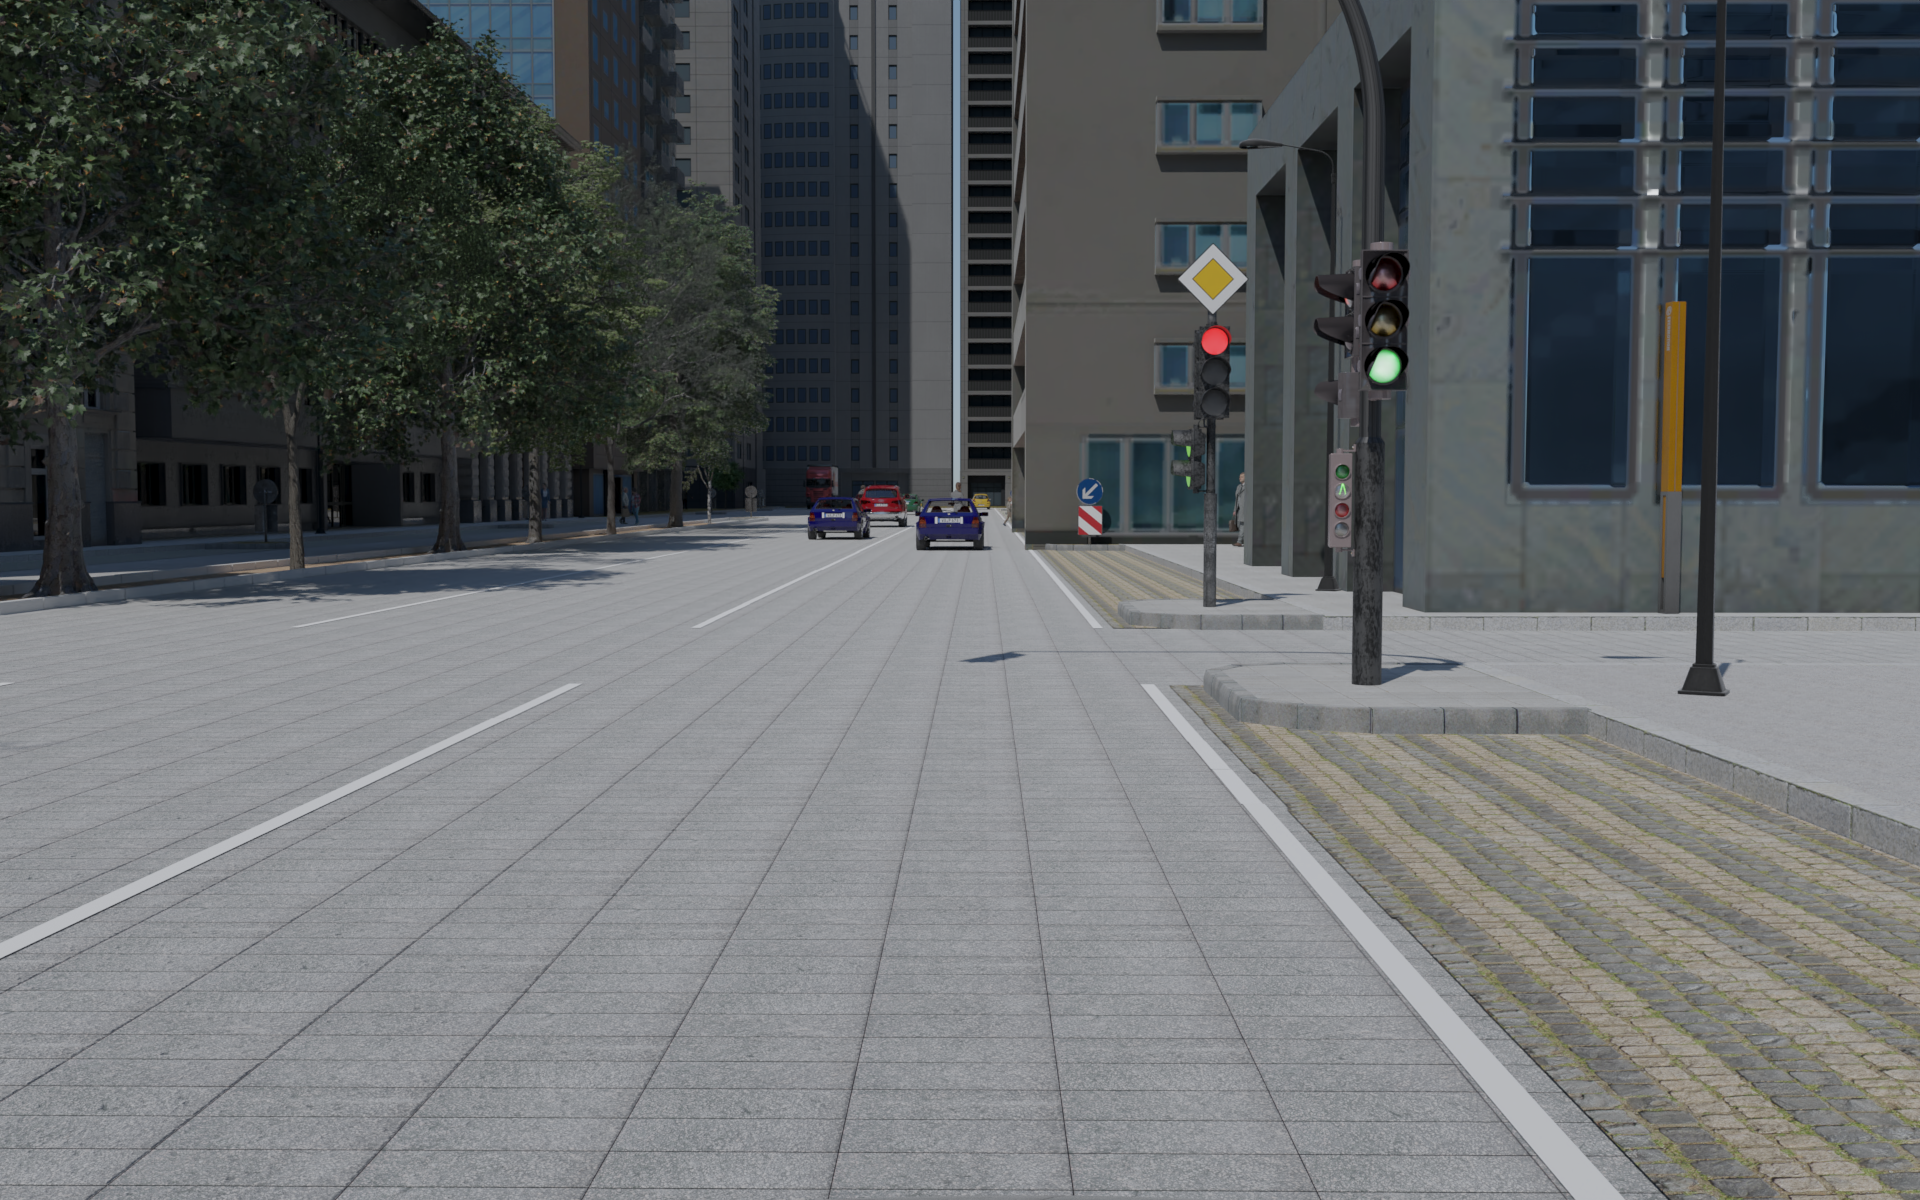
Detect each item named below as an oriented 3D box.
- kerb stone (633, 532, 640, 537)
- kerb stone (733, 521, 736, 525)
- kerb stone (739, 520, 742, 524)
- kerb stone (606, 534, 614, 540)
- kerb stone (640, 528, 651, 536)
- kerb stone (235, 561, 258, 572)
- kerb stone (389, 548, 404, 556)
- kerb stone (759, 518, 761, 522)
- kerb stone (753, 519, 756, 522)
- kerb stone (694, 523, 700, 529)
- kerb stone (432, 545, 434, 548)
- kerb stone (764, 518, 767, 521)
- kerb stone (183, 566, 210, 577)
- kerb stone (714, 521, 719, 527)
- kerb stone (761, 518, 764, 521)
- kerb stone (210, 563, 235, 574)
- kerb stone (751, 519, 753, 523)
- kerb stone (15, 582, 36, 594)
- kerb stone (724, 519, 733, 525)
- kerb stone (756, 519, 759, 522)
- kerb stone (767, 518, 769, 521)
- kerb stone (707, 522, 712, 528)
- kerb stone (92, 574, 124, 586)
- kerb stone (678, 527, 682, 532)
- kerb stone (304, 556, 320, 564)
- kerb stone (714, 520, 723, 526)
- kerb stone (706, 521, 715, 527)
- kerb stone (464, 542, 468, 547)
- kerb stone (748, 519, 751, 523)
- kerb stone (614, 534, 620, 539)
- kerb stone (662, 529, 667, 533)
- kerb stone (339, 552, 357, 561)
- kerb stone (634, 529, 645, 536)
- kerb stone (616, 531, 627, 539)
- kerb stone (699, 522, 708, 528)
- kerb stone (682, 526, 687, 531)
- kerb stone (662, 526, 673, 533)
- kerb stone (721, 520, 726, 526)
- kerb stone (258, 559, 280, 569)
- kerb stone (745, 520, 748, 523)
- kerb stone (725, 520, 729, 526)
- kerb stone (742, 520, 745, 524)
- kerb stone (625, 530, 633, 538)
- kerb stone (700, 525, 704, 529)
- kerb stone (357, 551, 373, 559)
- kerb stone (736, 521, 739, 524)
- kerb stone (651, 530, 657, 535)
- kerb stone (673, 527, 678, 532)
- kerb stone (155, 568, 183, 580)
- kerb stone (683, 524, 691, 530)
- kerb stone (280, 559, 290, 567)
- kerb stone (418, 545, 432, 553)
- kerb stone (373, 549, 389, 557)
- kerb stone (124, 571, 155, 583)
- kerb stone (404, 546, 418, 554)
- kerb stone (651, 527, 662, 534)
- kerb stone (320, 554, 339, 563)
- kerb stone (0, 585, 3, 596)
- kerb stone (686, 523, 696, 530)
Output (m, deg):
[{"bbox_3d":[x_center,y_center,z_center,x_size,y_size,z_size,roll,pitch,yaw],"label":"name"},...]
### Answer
[{"bbox_3d":[-10.935,-2.178,57.804,0.120,0.150,1.000,0,4,1],"label":"kerb stone"},{"bbox_3d":[-10.655,-3.560,80.394,0.120,0.150,1.000,0,4,1],"label":"kerb stone"},{"bbox_3d":[-10.625,-3.685,82.439,0.120,0.150,1.000,0,4,1],"label":"kerb stone"},{"bbox_3d":[-10.986,-1.927,53.702,0.120,0.150,1.000,0,4,1],"label":"kerb stone"},{"bbox_3d":[-10.912,-2.304,59.859,0.120,0.150,1.000,0,4,1],"label":"kerb stone"},{"bbox_3d":[-13.365,-0.612,32.196,0.120,0.150,1.000,0,4,1],"label":"kerb stone"},{"bbox_3d":[-13.262,-1.108,40.402,0.120,0.150,1.000,0,4,1],"label":"kerb stone"},{"bbox_3d":[-10.534,-4.121,89.617,0.120,0.150,1.000,0,4,1],"label":"kerb stone"},{"bbox_3d":[-10.562,-3.998,87.570,0.120,0.150,1.000,0,4,1],"label":"kerb stone"},{"bbox_3d":[-10.778,-2.933,70.143,0.120,0.150,1.000,0,4,1],"label":"kerb stone"},{"bbox_3d":[-13.211,-1.294,43.469,0.120,0.150,1.000,0,4,1],"label":"kerb stone"},{"bbox_3d":[-10.494,-4.249,91.661,0.120,0.150,1.000,0,4,1],"label":"kerb stone"},{"bbox_3d":[-13.393,-0.487,30.151,0.120,0.150,1.000,0,4,1],"label":"kerb stone"},{"bbox_3d":[-10.715,-3.246,75.271,0.120,0.150,1.000,0,4,1],"label":"kerb stone"},{"bbox_3d":[-10.517,-4.184,90.639,0.120,0.150,1.000,0,4,1],"label":"kerb stone"},{"bbox_3d":[-13.381,-0.549,31.173,0.120,0.150,1.000,0,4,1],"label":"kerb stone"},{"bbox_3d":[-10.571,-3.929,86.543,0.120,0.150,1.000,0,4,1],"label":"kerb stone"},{"bbox_3d":[-13.452,-0.174,25.035,0.120,0.150,1.000,0,4,1],"label":"kerb stone"},{"bbox_3d":[-10.661,-3.497,79.364,0.120,0.150,1.000,0,4,1],"label":"kerb stone"},{"bbox_3d":[-10.546,-4.061,88.594,0.120,0.150,1.000,0,4,1],"label":"kerb stone"},{"bbox_3d":[-10.491,-4.307,92.684,0.120,0.150,1.000,0,4,1],"label":"kerb stone"},{"bbox_3d":[-10.744,-3.117,73.224,0.120,0.150,1.000,0,4,1],"label":"kerb stone"},{"bbox_3d":[-13.425,-0.293,27.080,0.120,0.150,1.000,0,4,1],"label":"kerb stone"},{"bbox_3d":[-10.834,-2.681,66.026,0.120,0.150,1.000,0,4,1],"label":"kerb stone"},{"bbox_3d":[-13.328,-0.800,35.268,0.120,0.150,1.000,0,4,1],"label":"kerb stone"},{"bbox_3d":[-10.700,-3.309,76.293,0.120,0.150,1.000,0,4,1],"label":"kerb stone"},{"bbox_3d":[-10.729,-3.184,74.246,0.120,0.150,1.000,0,4,1],"label":"kerb stone"},{"bbox_3d":[-13.193,-1.426,45.515,0.120,0.150,1.000,0,4,1],"label":"kerb stone"},{"bbox_3d":[-10.580,-3.865,85.520,0.120,0.150,1.000,0,4,1],"label":"kerb stone"},{"bbox_3d":[-10.973,-1.986,54.724,0.120,0.150,1.000,0,4,1],"label":"kerb stone"},{"bbox_3d":[-10.874,-2.485,62.936,0.120,0.150,1.000,0,4,1],"label":"kerb stone"},{"bbox_3d":[-13.293,-0.922,37.334,0.120,0.150,1.000,0,4,1],"label":"kerb stone"},{"bbox_3d":[-10.927,-2.241,58.829,0.120,0.150,1.000,0,4,1],"label":"kerb stone"},{"bbox_3d":[-10.964,-2.049,55.746,0.120,0.150,1.000,0,4,1],"label":"kerb stone"},{"bbox_3d":[-10.746,-3.053,72.190,0.120,0.150,1.000,0,4,1],"label":"kerb stone"},{"bbox_3d":[-10.814,-2.737,67.049,0.120,0.150,1.000,0,4,1],"label":"kerb stone"},{"bbox_3d":[-10.860,-2.548,63.958,0.120,0.150,1.000,0,4,1],"label":"kerb stone"},{"bbox_3d":[-10.690,-3.372,77.320,0.120,0.150,1.000,0,4,1],"label":"kerb stone"},{"bbox_3d":[-13.353,-0.674,33.218,0.120,0.150,1.000,0,4,1],"label":"kerb stone"},{"bbox_3d":[-10.596,-3.810,84.495,0.120,0.150,1.000,0,4,1],"label":"kerb stone"},{"bbox_3d":[-10.679,-3.434,78.342,0.120,0.150,1.000,0,4,1],"label":"kerb stone"},{"bbox_3d":[-10.606,-3.747,83.461,0.120,0.150,1.000,0,4,1],"label":"kerb stone"},{"bbox_3d":[-10.950,-2.114,56.771,0.120,0.150,1.000,0,4,1],"label":"kerb stone"},{"bbox_3d":[-10.768,-2.995,71.165,0.120,0.150,1.000,0,4,1],"label":"kerb stone"},{"bbox_3d":[-13.284,-0.987,38.358,0.120,0.150,1.000,0,4,1],"label":"kerb stone"},{"bbox_3d":[-10.643,-3.622,81.417,0.120,0.150,1.000,0,4,1],"label":"kerb stone"},{"bbox_3d":[-10.904,-2.366,60.881,0.120,0.150,1.000,0,4,1],"label":"kerb stone"},{"bbox_3d":[-10.844,-2.615,64.995,0.120,0.150,1.000,0,4,1],"label":"kerb stone"},{"bbox_3d":[-13.400,-0.422,29.129,0.120,0.150,1.000,0,4,1],"label":"kerb stone"},{"bbox_3d":[-10.805,-2.804,68.081,0.120,0.150,1.000,0,4,1],"label":"kerb stone"},{"bbox_3d":[-13.334,-0.732,34.240,0.120,0.150,1.000,0,4,1],"label":"kerb stone"},{"bbox_3d":[-13.224,-1.239,42.447,0.120,0.150,1.000,0,4,1],"label":"kerb stone"},{"bbox_3d":[-13.274,-1.049,39.380,0.120,0.150,1.000,0,4,1],"label":"kerb stone"},{"bbox_3d":[-13.413,-0.362,28.106,0.120,0.150,1.000,0,4,1],"label":"kerb stone"},{"bbox_3d":[-13.240,-1.176,41.425,0.120,0.150,1.000,0,4,1],"label":"kerb stone"},{"bbox_3d":[-10.888,-2.426,61.910,0.120,0.150,1.000,0,4,1],"label":"kerb stone"},{"bbox_3d":[-13.312,-0.860,36.300,0.120,0.150,1.000,0,4,1],"label":"kerb stone"},{"bbox_3d":[-13.473,-0.109,24.013,0.120,0.150,1.000,0,4,1],"label":"kerb stone"},{"bbox_3d":[-10.797,-2.870,69.112,0.120,0.150,1.000,0,4,1],"label":"kerb stone"}]
